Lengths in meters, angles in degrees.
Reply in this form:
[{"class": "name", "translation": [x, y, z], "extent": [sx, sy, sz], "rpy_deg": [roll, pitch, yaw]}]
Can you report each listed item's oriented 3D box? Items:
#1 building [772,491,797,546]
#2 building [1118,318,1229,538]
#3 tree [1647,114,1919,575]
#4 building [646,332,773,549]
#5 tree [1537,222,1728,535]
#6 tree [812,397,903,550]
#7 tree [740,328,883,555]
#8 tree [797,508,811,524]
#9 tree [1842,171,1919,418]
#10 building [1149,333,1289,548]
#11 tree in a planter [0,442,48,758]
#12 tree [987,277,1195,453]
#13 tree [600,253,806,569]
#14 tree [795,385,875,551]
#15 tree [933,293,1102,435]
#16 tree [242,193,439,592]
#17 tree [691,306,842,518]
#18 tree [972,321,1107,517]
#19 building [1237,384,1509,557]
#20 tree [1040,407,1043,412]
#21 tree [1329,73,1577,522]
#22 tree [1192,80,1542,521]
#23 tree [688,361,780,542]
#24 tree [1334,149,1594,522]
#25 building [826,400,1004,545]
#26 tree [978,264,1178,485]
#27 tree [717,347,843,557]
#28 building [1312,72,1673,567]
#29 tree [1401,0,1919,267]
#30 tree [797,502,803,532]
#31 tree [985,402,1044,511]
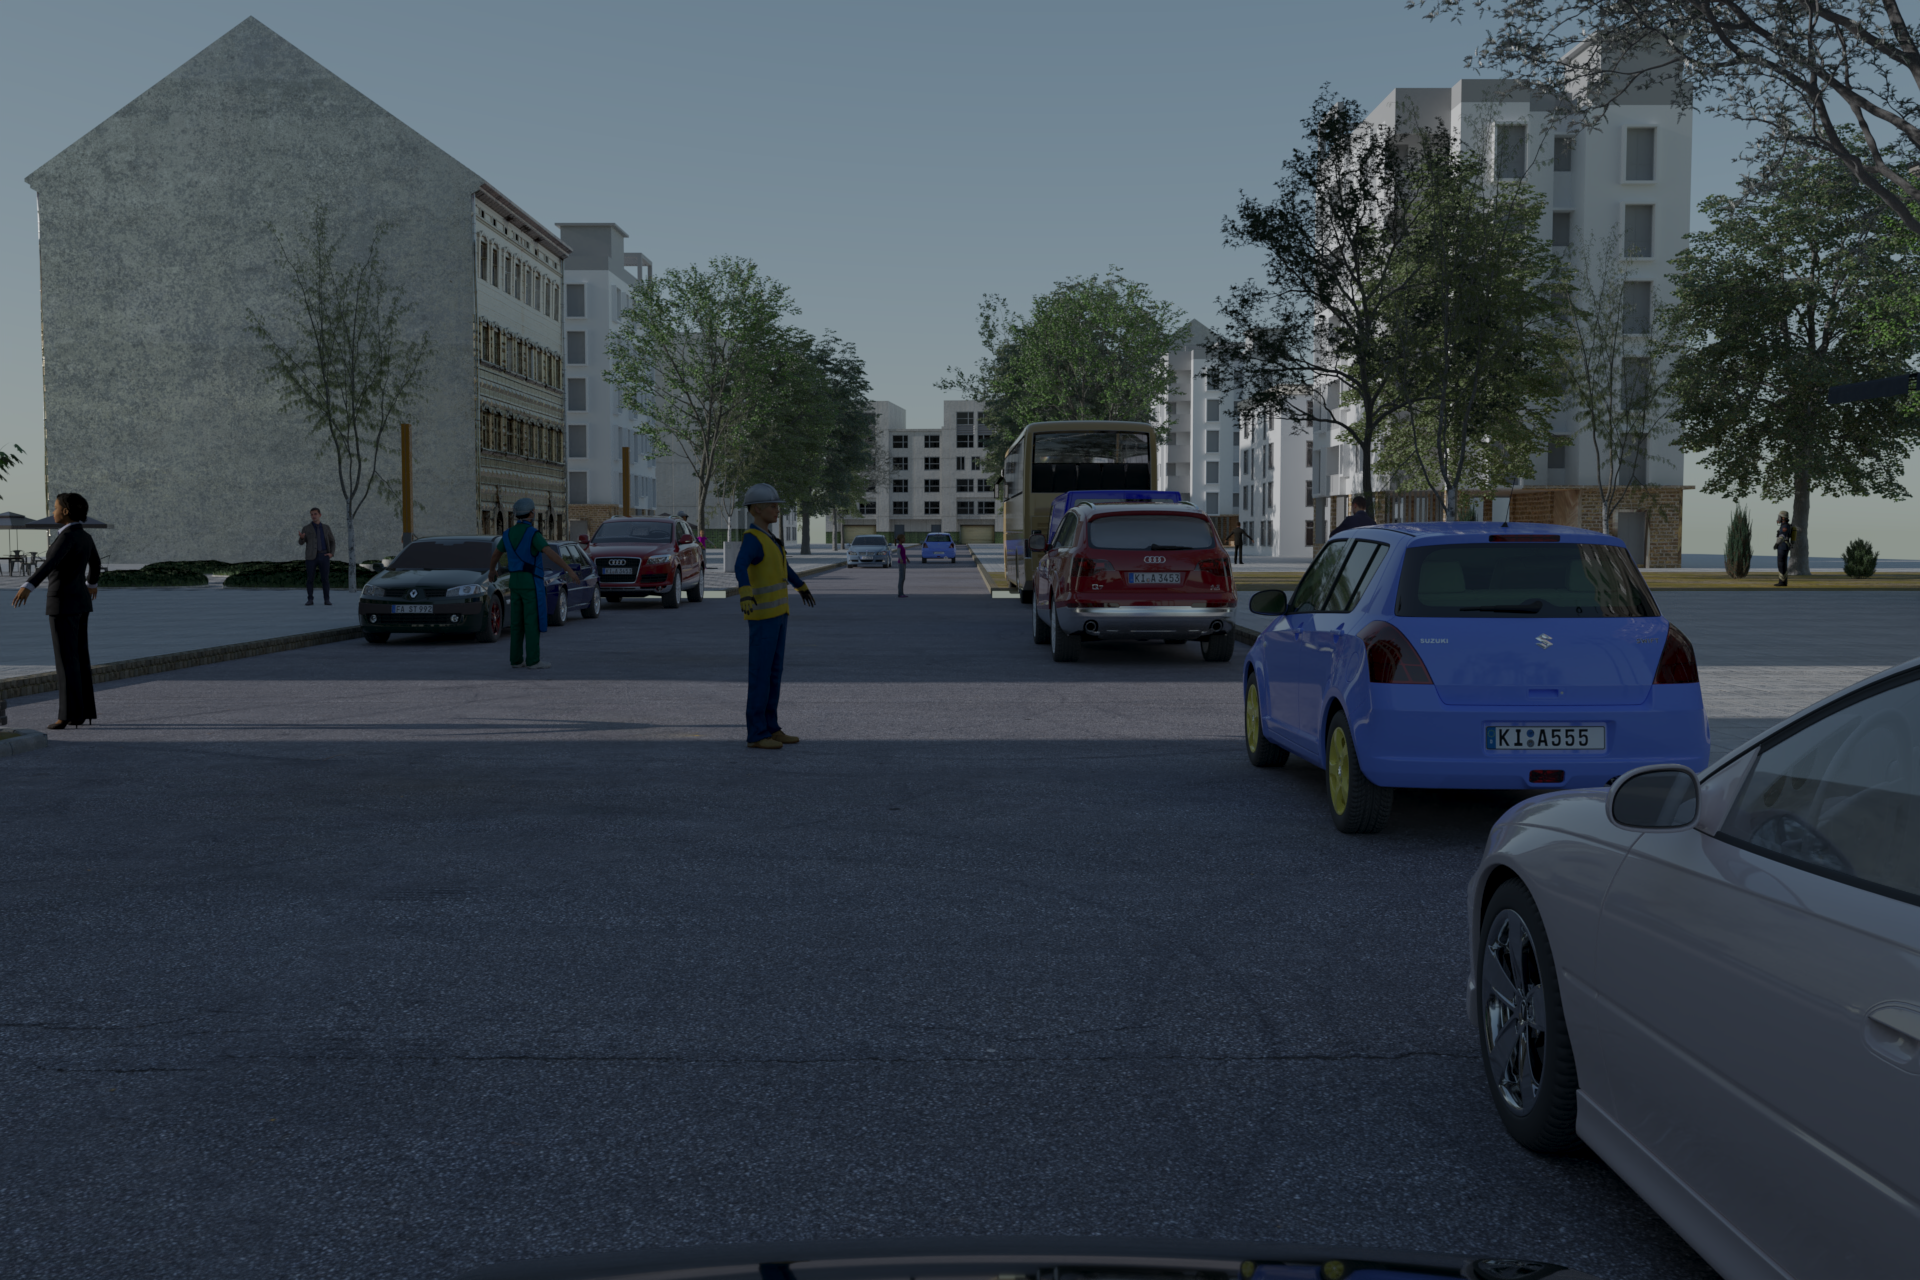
[{"class": "building", "translation": [-23.240, -15.782, 200.179], "extent": [9.099, 9.664, 28.070], "rpy_deg": [0, 4, 0]}, {"class": "building", "translation": [23.794, -21.717, 185.997], "extent": [19.493, 23.208, 18.063], "rpy_deg": [0, 4, 0]}, {"class": "tree", "translation": [26.431, -9.016, 54.074], "extent": [9.857, 13.997, 8.962], "rpy_deg": [0, 3, 0]}, {"class": "building", "translation": [-28.182, -18.418, 167.594], "extent": [16.747, 18.905, 31.486], "rpy_deg": [0, 4, 0]}, {"class": "tree", "translation": [15.417, -5.568, 41.392], "extent": [4.360, 8.622, 3.978], "rpy_deg": [0, 3, 0]}, {"class": "tree", "translation": [-9.811, -14.205, 142.623], "extent": [12.009, 13.543, 11.850], "rpy_deg": [0, 3, 0]}, {"class": "tree", "translation": [-9.753, -12.323, 108.140], "extent": [9.857, 13.997, 8.962], "rpy_deg": [0, 3, 0]}, {"class": "tree", "translation": [-20.406, -17.457, 235.781], "extent": [4.360, 8.622, 3.978], "rpy_deg": [0, 3, 0]}, {"class": "tree", "translation": [25.799, -7.138, 42.458], "extent": [9.928, 11.665, 9.643], "rpy_deg": [0, 3, 0]}, {"class": "building", "translation": [23.856, -19.233, 170.878], "extent": [16.016, 20.090, 11.380], "rpy_deg": [0, 4, 0]}, {"class": "tree in a planter", "translation": [-7.133, -0.847, 11.078], "extent": [1.991, 3.239, 1.994], "rpy_deg": [0, 4, 0]}, {"class": "tree", "translation": [5.109, -8.759, 68.969], "extent": [9.928, 11.665, 9.643], "rpy_deg": [0, 3, 0]}, {"class": "tree", "translation": [-9.375, -8.429, 63.564], "extent": [9.928, 11.665, 9.643], "rpy_deg": [0, 3, 0]}, {"class": "tree", "translation": [-9.822, -13.046, 131.436], "extent": [7.486, 12.596, 7.792], "rpy_deg": [0, 3, 0]}, {"class": "tree", "translation": [4.416, -17.224, 137.508], "extent": [12.611, 20.169, 13.585], "rpy_deg": [0, 3, 0]}, {"class": "tree", "translation": [-13.428, -5.368, 38.135], "extent": [4.360, 8.622, 3.978], "rpy_deg": [0, 3, 0]}, {"class": "tree", "translation": [-9.727, -10.266, 85.970], "extent": [7.486, 12.596, 7.792], "rpy_deg": [0, 3, 0]}, {"class": "tree", "translation": [5.309, -11.976, 102.462], "extent": [9.857, 13.997, 8.962], "rpy_deg": [0, 3, 0]}, {"class": "building", "translation": [22.352, -9.473, 97.037], "extent": [9.099, 9.664, 28.070], "rpy_deg": [0, 4, 0]}, {"class": "tree", "translation": [5.077, -8.698, 92.581], "extent": [4.360, 8.622, 3.978], "rpy_deg": [0, 3, 0]}, {"class": "tree", "translation": [7.958, -4.749, 28.013], "extent": [4.360, 8.622, 3.978], "rpy_deg": [0, 3, 0]}, {"class": "tree", "translation": [8.359, -6.228, 36.244], "extent": [7.601, 10.594, 8.767], "rpy_deg": [1, 4, 9]}, {"class": "tree", "translation": [-9.923, -7.545, 73.722], "extent": [4.360, 8.622, 3.978], "rpy_deg": [0, 3, 0]}, {"class": "tree", "translation": [14.863, -8.179, 51.859], "extent": [7.486, 12.596, 7.792], "rpy_deg": [0, 3, 0]}, {"class": "building", "translation": [-1.236, -22.417, 235.427], "extent": [31.486, 18.905, 16.747], "rpy_deg": [0, 4, 6]}, {"class": "tree", "translation": [5.600, -10.770, 82.741], "extent": [9.857, 13.997, 8.962], "rpy_deg": [0, 3, 0]}, {"class": "tree", "translation": [-10.074, -10.427, 96.239], "extent": [9.928, 11.665, 9.643], "rpy_deg": [0, 3, 0]}, {"class": "building", "translation": [21.112, -13.509, 77.299], "extent": [16.016, 20.090, 11.380], "rpy_deg": [0, 4, 0]}, {"class": "tree", "translation": [8.496, -6.343, 14.074], "extent": [12.009, 13.543, 11.850], "rpy_deg": [0, 3, 0]}, {"class": "tree", "translation": [-21.242, -17.141, 230.621], "extent": [4.737, 8.622, 4.395], "rpy_deg": [0, 3, 0]}, {"class": "tree", "translation": [5.285, -12.584, 123.870], "extent": [7.486, 12.596, 7.792], "rpy_deg": [0, 3, 0]}]
